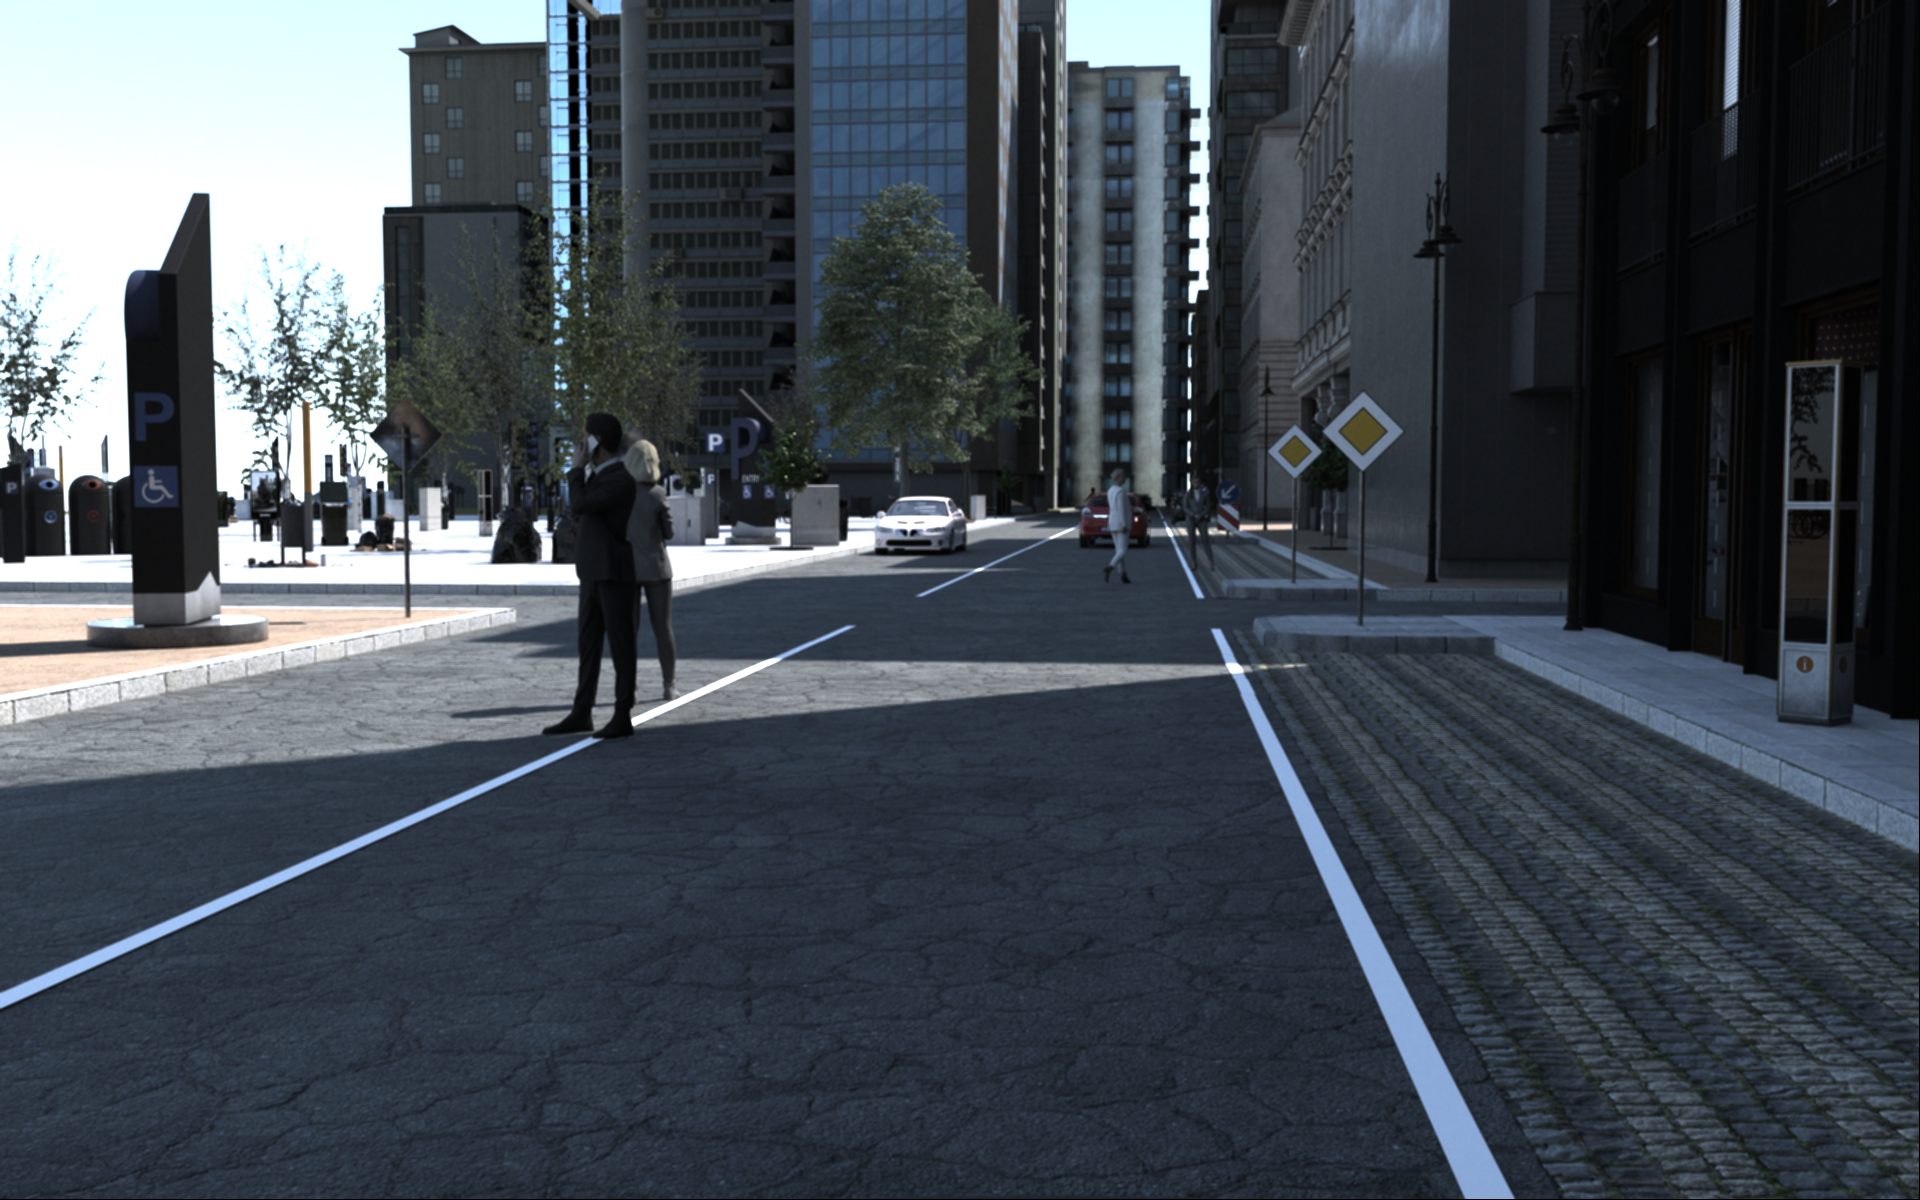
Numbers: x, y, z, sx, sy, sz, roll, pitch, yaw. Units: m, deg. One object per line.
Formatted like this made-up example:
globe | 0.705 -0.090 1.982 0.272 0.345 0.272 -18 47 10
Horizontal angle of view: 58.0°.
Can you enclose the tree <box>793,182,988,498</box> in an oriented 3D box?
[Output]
tree | -2.412 -8.906 63.748 7.486 12.596 7.792 0 3 0

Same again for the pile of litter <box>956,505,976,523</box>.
pile of litter | 0.109 -3.827 76.529 1.176 0.858 1.719 0 4 7

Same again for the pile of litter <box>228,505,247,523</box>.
pile of litter | -32.522 -3.841 76.767 1.719 0.858 1.176 -1 4 -17

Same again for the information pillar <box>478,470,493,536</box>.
information pillar | -14.409 -2.941 52.573 0.304 2.012 0.304 3 5 40

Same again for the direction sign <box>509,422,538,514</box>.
direction sign | -13.693 -3.816 54.396 0.876 3.537 0.379 0 4 -8

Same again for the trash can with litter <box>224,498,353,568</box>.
trash can with litter | -12.062 -1.206 30.771 2.233 1.210 1.678 2 4 25

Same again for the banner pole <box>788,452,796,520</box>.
banner pole | -8.125 -5.842 85.535 0.863 3.779 0.401 -3 4 -36

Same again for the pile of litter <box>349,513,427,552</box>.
pile of litter | -12.857 -1.532 39.010 1.719 0.858 1.176 -1 4 -16

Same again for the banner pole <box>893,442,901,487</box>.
banner pole | -2.441 -4.962 71.151 0.863 3.779 0.401 3 4 38

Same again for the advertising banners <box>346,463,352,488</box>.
advertising banners | -33.439 -6.117 96.206 2.074 3.025 0.090 2 4 34

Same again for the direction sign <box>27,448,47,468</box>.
direction sign | -45.776 -5.747 85.958 0.876 3.537 0.379 -2 4 -26

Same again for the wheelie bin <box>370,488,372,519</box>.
wheelie bin | -30.863 -5.034 90.208 0.980 1.594 0.693 2 4 28

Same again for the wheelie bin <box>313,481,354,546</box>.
wheelie bin | -15.593 -2.148 43.033 0.980 1.594 0.693 -2 4 -24

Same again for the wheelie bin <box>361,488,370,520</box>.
wheelie bin | -29.425 -4.675 84.338 0.693 1.594 0.980 0 4 6

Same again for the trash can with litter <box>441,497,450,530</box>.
trash can with litter | -18.835 -3.105 62.162 1.055 1.170 0.624 1 4 20

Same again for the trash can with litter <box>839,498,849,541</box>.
trash can with litter | -3.389 -2.193 47.241 0.624 1.170 1.055 -1 4 -16

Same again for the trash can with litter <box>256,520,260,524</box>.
trash can with litter | -29.451 -3.804 73.578 1.055 1.170 0.624 -3 5 -44

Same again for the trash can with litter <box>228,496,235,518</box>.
trash can with litter | -38.428 -4.854 90.744 0.624 1.170 1.055 2 4 24

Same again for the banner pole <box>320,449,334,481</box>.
banner pole | -34.973 -6.455 95.558 0.863 3.779 0.401 -2 4 -25

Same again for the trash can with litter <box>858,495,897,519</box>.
trash can with litter | -3.944 -4.842 90.216 2.233 1.210 1.678 0 4 5

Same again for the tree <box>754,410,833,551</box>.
tree | -3.945 -2.767 39.845 1.663 3.219 1.824 0 3 0

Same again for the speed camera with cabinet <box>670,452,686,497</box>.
speed camera with cabinet | -13.956 -5.325 81.407 2.038 3.252 0.660 -1 4 -17

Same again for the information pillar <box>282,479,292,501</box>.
information pillar | -32.119 -4.781 82.657 0.304 2.012 0.304 2 4 32

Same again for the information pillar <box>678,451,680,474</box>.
information pillar | -15.186 -6.263 93.758 0.183 3.616 0.504 -1 4 -13

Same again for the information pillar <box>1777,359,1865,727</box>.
information pillar | 4.801 -0.317 9.668 0.304 2.012 0.304 -3 5 -40

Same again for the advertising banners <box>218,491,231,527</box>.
advertising banners | -29.286 -4.330 66.980 2.074 3.025 0.090 0 4 0

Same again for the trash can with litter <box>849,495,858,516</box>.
trash can with litter | -6.391 -5.430 99.839 2.233 1.210 1.678 0 4 -1

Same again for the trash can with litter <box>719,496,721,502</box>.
trash can with litter | -12.920 -4.768 89.015 2.233 1.210 1.678 -3 5 -42

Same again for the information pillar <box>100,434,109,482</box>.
information pillar | -33.391 -4.668 67.675 0.504 3.616 0.183 3 5 40

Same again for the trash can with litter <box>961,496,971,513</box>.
trash can with litter | 0.607 -5.276 97.648 1.055 1.170 0.624 0 4 -1

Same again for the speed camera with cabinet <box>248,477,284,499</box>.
speed camera with cabinet | -37.766 -6.118 94.372 0.660 3.252 2.038 2 4 30

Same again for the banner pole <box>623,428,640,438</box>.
banner pole | -11.850 -4.459 62.920 0.863 3.779 0.401 1 4 10

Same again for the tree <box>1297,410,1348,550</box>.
tree | 8.617 -2.788 40.190 1.663 3.219 1.824 0 3 0

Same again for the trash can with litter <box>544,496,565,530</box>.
trash can with litter | -14.479 -3.131 62.242 1.678 1.210 2.233 0 4 -5

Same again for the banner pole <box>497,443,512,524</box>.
banner pole | -19.677 -5.190 74.875 0.863 3.779 0.401 2 4 26

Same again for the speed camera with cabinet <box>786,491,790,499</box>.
speed camera with cabinet | -7.337 -5.456 83.548 2.038 3.252 0.660 -1 4 -19

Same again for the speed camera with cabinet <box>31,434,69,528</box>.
speed camera with cabinet | -29.790 -3.879 57.765 2.038 3.252 0.660 -2 4 -34

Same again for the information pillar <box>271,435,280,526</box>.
information pillar | -27.240 -4.748 68.977 0.183 3.616 0.504 0 4 6

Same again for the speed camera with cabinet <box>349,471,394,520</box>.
speed camera with cabinet | -29.498 -5.659 86.853 2.038 3.252 0.660 0 4 2

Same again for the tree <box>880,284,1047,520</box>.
tree | 0.202 -9.727 84.785 9.928 11.665 9.643 0 3 0

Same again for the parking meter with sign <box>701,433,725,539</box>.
parking meter with sign | -7.229 -3.300 50.208 0.543 3.016 1.738 -1 4 -17

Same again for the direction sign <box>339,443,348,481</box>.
direction sign | -27.530 -5.223 77.388 0.379 3.537 0.876 0 4 2

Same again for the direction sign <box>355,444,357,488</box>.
direction sign | -27.335 -5.288 78.463 0.379 3.537 0.876 -1 4 -22
